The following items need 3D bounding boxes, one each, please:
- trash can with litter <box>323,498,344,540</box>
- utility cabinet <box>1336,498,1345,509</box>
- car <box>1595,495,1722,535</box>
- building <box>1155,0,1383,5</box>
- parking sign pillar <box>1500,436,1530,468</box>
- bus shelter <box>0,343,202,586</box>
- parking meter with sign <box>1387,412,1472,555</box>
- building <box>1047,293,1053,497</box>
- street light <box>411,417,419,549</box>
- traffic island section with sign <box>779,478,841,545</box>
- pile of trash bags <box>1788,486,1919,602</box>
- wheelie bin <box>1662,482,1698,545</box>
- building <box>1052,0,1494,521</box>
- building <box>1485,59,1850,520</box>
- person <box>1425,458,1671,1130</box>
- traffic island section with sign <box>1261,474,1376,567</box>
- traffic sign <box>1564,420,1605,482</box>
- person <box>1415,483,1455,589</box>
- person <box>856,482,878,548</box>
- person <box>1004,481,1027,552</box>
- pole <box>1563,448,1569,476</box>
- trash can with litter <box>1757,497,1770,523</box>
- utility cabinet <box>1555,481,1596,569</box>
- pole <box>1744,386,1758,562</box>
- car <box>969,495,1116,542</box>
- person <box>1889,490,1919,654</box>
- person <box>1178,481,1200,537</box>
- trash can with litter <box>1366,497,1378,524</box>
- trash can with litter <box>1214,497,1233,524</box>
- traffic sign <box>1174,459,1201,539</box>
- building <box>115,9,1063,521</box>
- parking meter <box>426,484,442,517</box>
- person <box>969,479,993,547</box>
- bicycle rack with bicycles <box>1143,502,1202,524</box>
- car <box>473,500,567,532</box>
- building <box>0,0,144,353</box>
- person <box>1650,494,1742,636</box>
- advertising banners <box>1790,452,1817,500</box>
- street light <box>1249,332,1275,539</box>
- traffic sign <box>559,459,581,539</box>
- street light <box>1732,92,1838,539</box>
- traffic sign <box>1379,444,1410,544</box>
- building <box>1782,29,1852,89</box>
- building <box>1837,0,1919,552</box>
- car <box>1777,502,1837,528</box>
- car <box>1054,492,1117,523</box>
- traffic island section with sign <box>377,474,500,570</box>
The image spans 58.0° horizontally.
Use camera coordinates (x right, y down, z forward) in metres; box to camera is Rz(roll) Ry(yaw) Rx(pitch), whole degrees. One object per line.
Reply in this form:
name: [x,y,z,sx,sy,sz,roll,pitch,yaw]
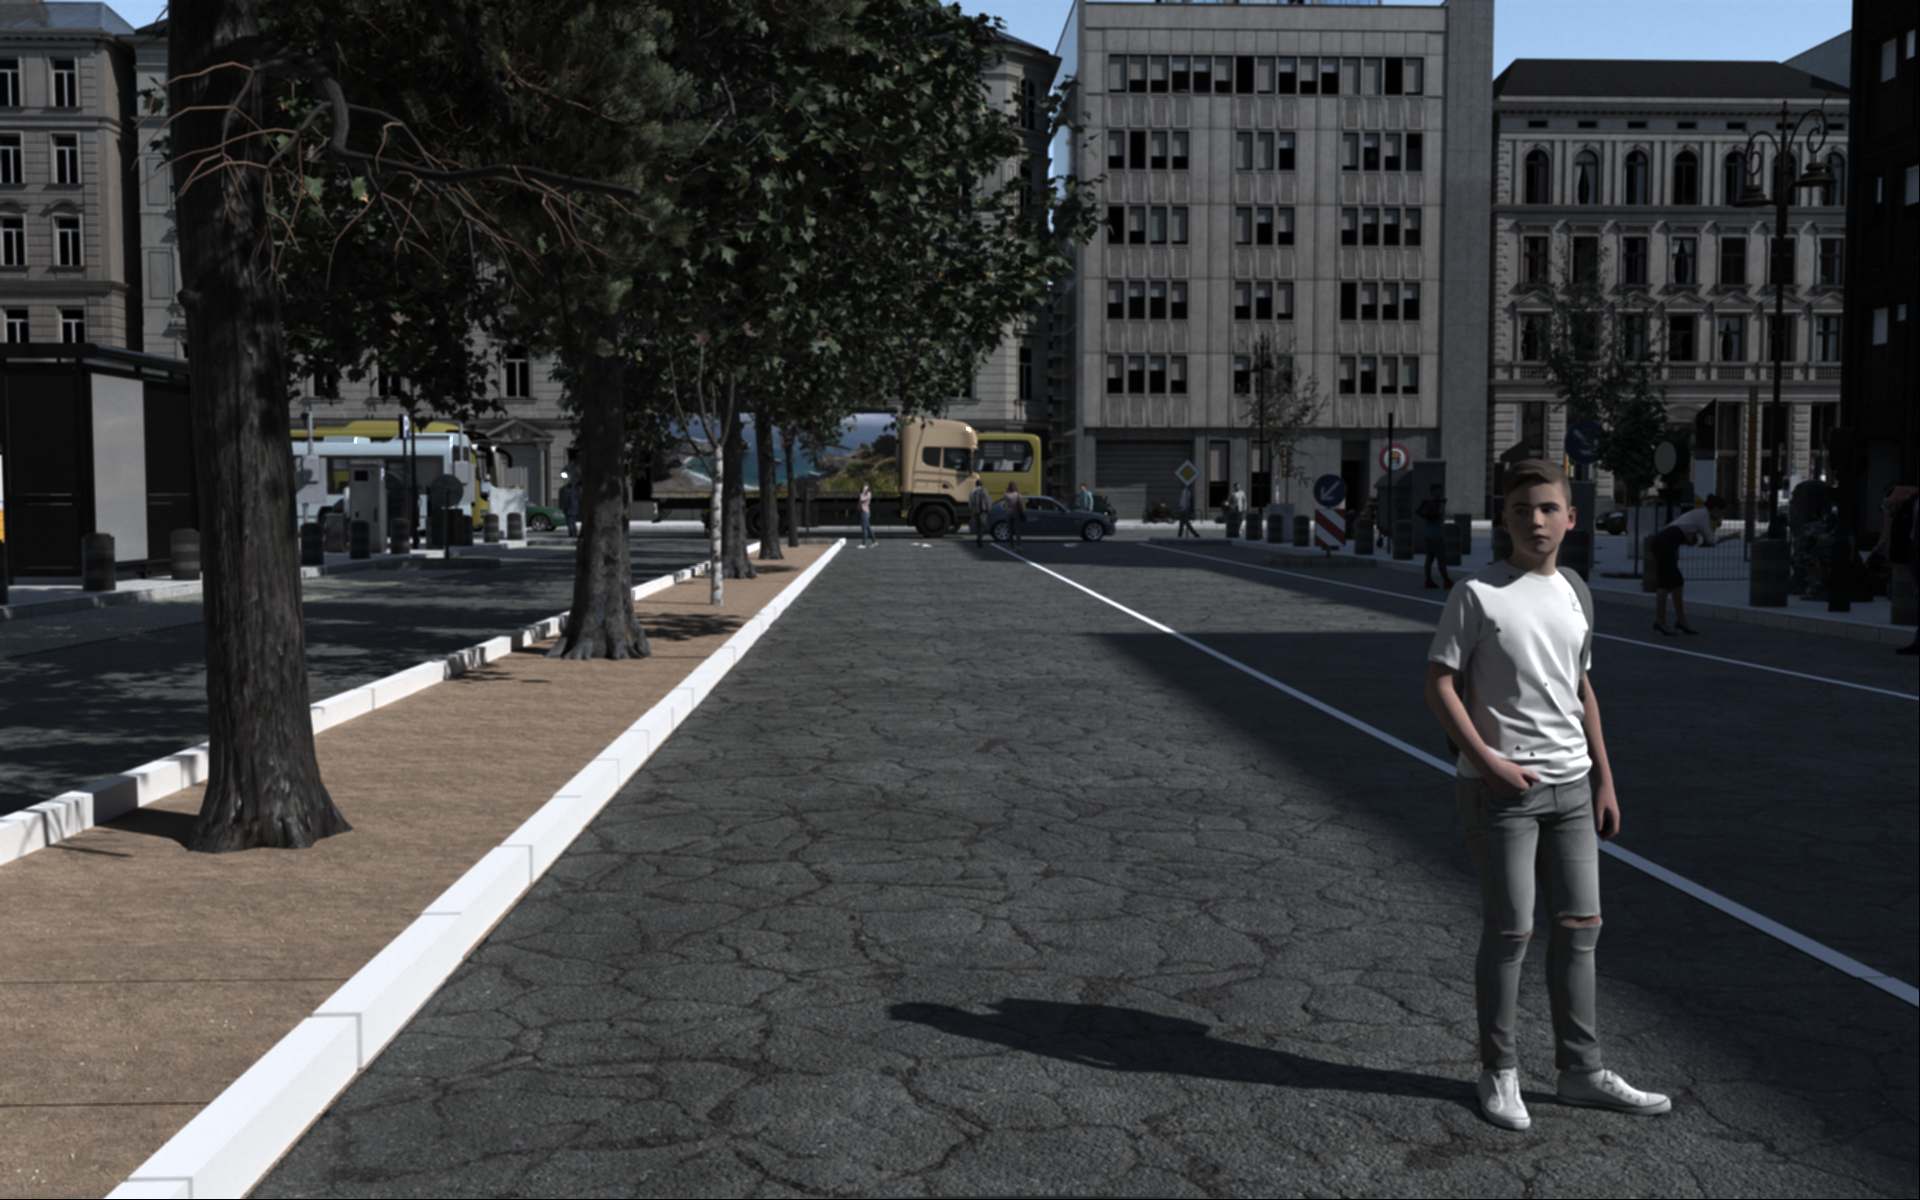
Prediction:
trash can with litter: [-17.212,-2.246,48.111,0.624,1.170,1.055,1,4,12]
utility cabinet: [17.936,-4.306,81.564,0.306,1.237,1.020,0,4,5]
car: [24.338,-3.091,60.319,4.222,1.686,2.009,0,4,-3]
building: [26.339,-51.830,160.090,22.319,86.520,31.000,0,4,-2]
parking sign pillar: [25.710,-5.619,80.350,1.447,3.967,1.447,1,4,18]
bus shelter: [-13.035,-2.924,25.447,2.179,5.291,8.768,0,4,-2]
parking meter with sign: [10.034,-2.492,37.003,1.738,3.016,0.543,1,4,15]
building: [12.413,-29.182,248.830,14.107,30.474,14.160,0,4,-2]
street light: [-12.666,-4.116,40.090,0.468,5.910,1.993,0,4,-2]
traffic island section with sign: [-4.408,-2.540,49.666,2.006,1.907,1.989,0,4,-2]
pile of trash bags: [11.038,-0.670,20.704,1.912,1.369,3.447,1,4,19]
wheelie bin: [18.286,-2.208,44.017,0.980,1.594,0.693,-1,4,-10]
building: [15.226,-16.552,88.649,19.932,24.808,12.078,0,4,-2]
building: [35.151,-15.934,89.399,19.941,23.489,11.050,0,4,-2]
person: [1.336,0.435,3.986,0.523,1.515,0.503,3,4,38]
traffic island section with sign: [7.153,-1.607,34.903,1.989,1.847,2.006,0,4,-2]
traffic sign: [10.782,-1.824,29.926,0.768,2.556,0.104,0,4,-2]
person: [7.242,-0.971,26.238,0.662,1.594,0.647,-1,4,-13]
person: [-2.461,-2.253,45.923,0.643,1.750,0.593,-1,4,-15]
person: [1.352,-2.057,42.716,0.593,1.750,0.643,1,4,11]
pole: [25.748,-4.882,73.658,0.158,3.312,0.155,0,3,0]
trash can with litter: [36.155,-4.034,77.340,1.055,1.170,0.624,2,4,25]
utility cabinet: [10.262,-1.241,28.962,0.318,1.500,1.173,3,5,40]
pole: [14.981,-2.382,32.787,0.158,3.312,0.155,0,3,0]
car: [2.513,-2.505,52.955,4.499,1.417,2.014,0,4,-2]
person: [8.464,-0.360,15.206,0.431,1.722,0.655,-1,4,-12]
person: [6.760,-2.640,51.769,0.850,1.850,0.679,0,4,8]
trash can with litter: [18.110,-3.925,75.555,0.624,1.170,1.055,0,4,-8]
trash can with litter: [11.396,-3.887,74.936,0.624,1.170,1.055,-2,4,-33]
traffic sign: [6.531,-2.822,49.786,0.795,2.450,0.064,0,4,-2]
building: [-17.295,-19.164,89.752,44.131,29.872,17.030,0,4,-2]
parking meter: [-13.349,-2.177,44.002,0.372,1.533,0.369,0,3,0]
person: [0.561,-2.340,46.852,0.679,1.850,0.850,1,4,16]
bicycle rack with bicycles: [8.987,-3.759,74.843,2.925,0.926,2.852,-3,4,-38]
car: [-17.376,-3.337,66.356,4.920,1.459,2.131,0,4,-1]
building: [-51.766,-17.628,85.480,25.104,27.353,12.463,0,4,-2]
person: [7.418,-0.360,17.583,0.799,1.438,0.628,-2,4,-33]
advertising banners: [35.794,-4.729,73.513,0.090,3.025,2.074,0,4,0]
street light: [8.608,-4.690,49.467,0.468,5.910,1.993,0,4,-2]
traffic sign: [-10.950,-2.781,49.110,0.795,2.450,0.064,0,4,-2]
street light: [9.685,-2.919,20.509,0.468,5.910,1.993,0,4,-2]
traffic sign: [11.023,-2.686,44.023,0.768,2.556,0.104,0,4,6]
building: [55.053,-16.672,90.615,19.932,24.808,12.078,0,4,-2]
building: [26.530,-12.335,31.347,12.332,23.373,15.834,0,4,-2]
car: [32.574,-3.178,63.969,4.499,1.417,2.014,0,4,-1]
car: [4.213,-3.658,69.595,4.222,1.686,2.009,0,4,0]
traffic island section with sign: [-10.025,-1.525,33.560,1.989,1.847,2.006,0,4,-2]
